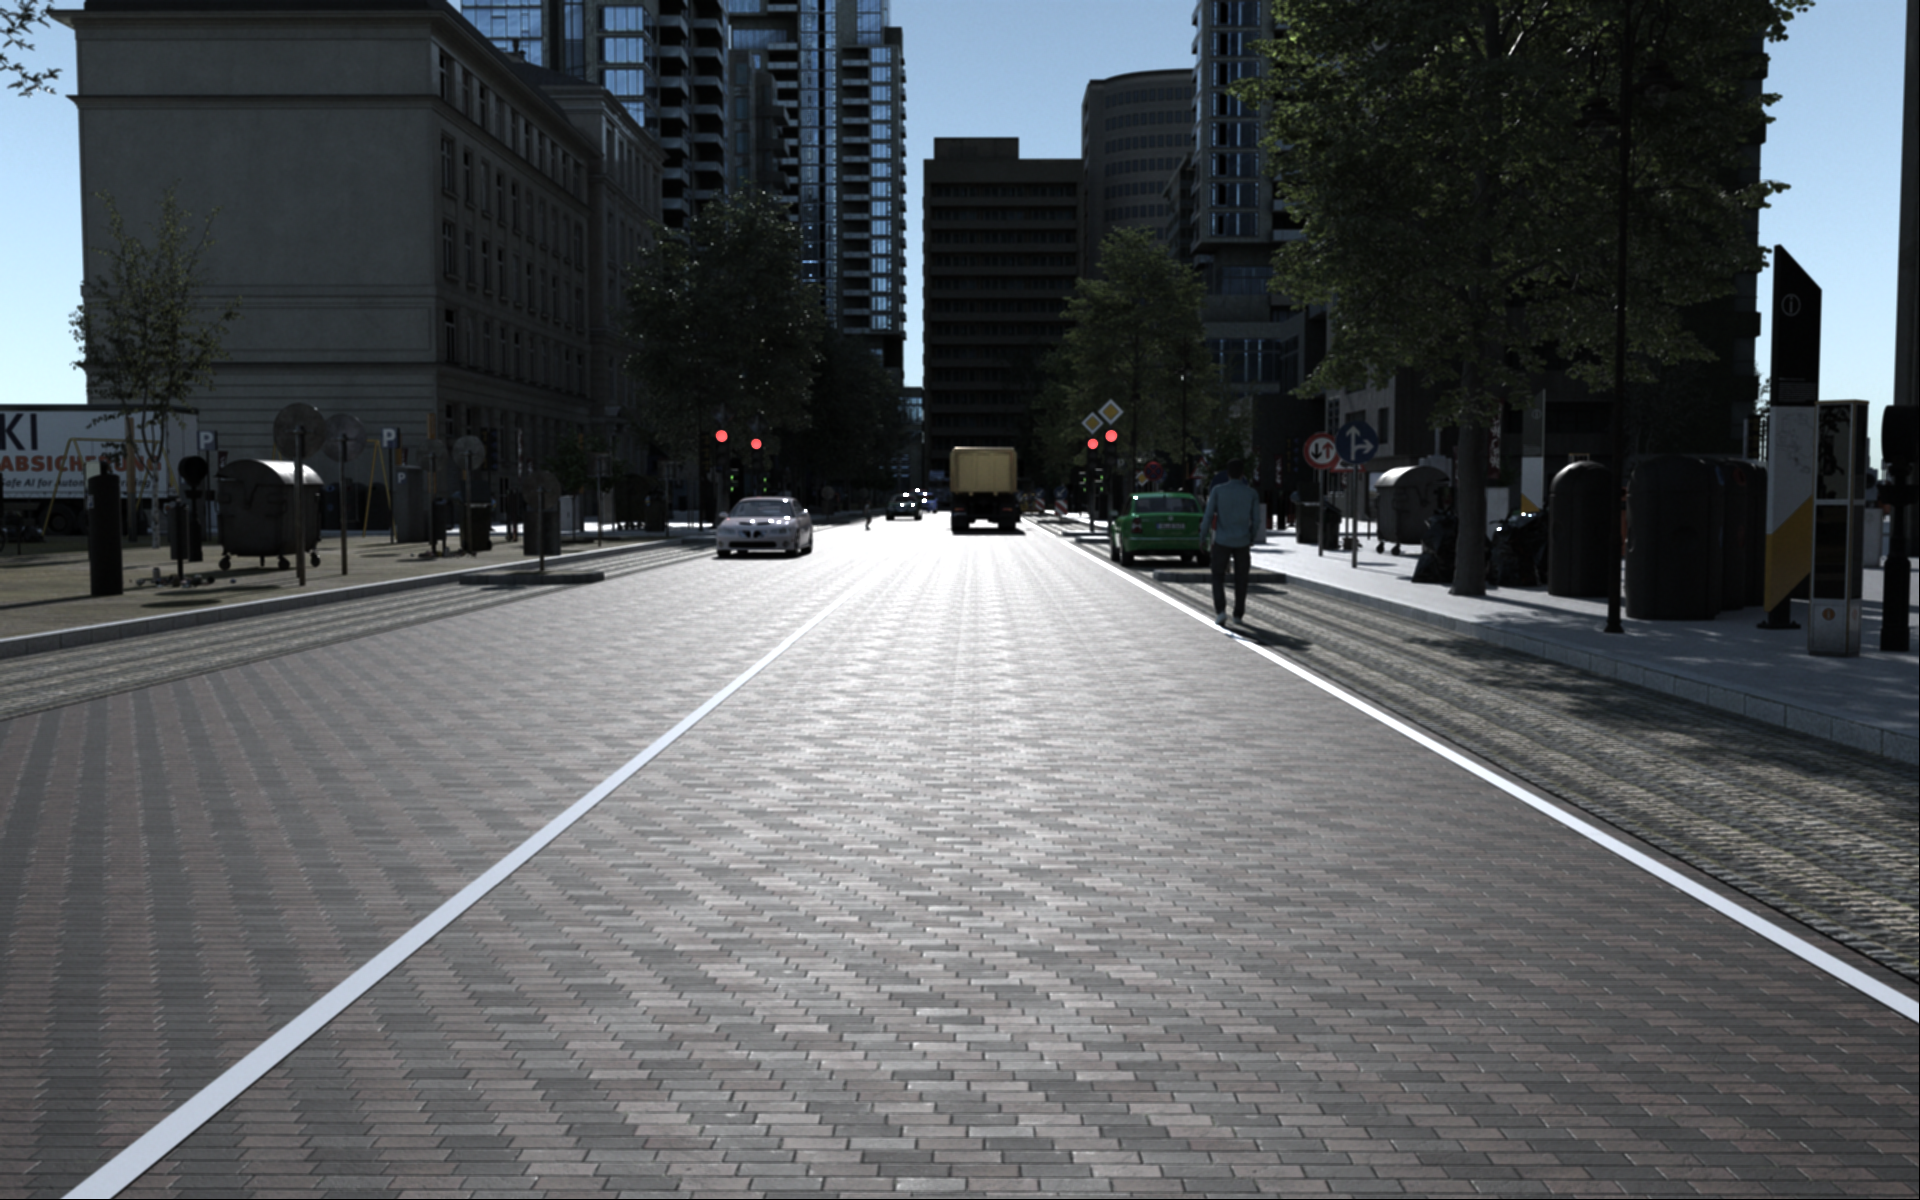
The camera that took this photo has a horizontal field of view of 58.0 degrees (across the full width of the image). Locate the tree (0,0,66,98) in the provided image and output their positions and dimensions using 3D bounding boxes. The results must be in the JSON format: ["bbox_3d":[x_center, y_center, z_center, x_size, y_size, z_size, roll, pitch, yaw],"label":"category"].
[{"bbox_3d":[-9.346,-6.149,10.912,12.009,13.543,11.850,0,3,0],"label":"tree"}]

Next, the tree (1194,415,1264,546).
[{"bbox_3d":[6.593,-2.940,42.673,1.663,3.219,1.824,0,3,0],"label":"tree"}]

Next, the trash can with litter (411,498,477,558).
[{"bbox_3d":[-10.488,-1.509,35.727,1.678,1.210,2.233,0,4,6],"label":"trash can with litter"}]

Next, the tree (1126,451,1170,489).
[{"bbox_3d":[14.151,-8.958,130.171,4.285,4.588,4.351,0,3,0],"label":"tree"}]

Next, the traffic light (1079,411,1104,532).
[{"bbox_3d":[4.480,-4.283,58.940,0.839,4.253,0.868,0,4,1],"label":"traffic light"}]

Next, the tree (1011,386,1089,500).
[{"bbox_3d":[8.280,-13.177,149.861,7.601,10.594,8.767,1,4,23],"label":"tree"}]

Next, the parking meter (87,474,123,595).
[{"bbox_3d":[-10.881,-0.834,22.051,0.372,1.533,0.369,0,3,0],"label":"parking meter"}]

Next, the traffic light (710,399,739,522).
[{"bbox_3d":[-6.956,-3.800,51.046,0.839,4.253,0.868,0,4,1],"label":"traffic light"}]

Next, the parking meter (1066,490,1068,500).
[{"bbox_3d":[8.205,-7.730,132.096,0.255,1.863,0.399,1,4,9],"label":"parking meter"}]

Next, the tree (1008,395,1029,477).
[{"bbox_3d":[8.704,-15.631,173.699,7.486,12.596,7.792,0,3,0],"label":"tree"}]

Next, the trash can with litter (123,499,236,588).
[{"bbox_3d":[-11.159,-0.822,24.493,1.678,1.210,2.233,-1,4,-23],"label":"trash can with litter"}]

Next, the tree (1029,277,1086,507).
[{"bbox_3d":[7.658,-9.498,73.412,7.486,12.596,7.792,0,3,0],"label":"tree"}]

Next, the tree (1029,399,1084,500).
[{"bbox_3d":[7.369,-10.785,126.698,4.737,8.622,4.395,0,3,0],"label":"tree"}]

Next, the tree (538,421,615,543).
[{"bbox_3d":[-10.409,-3.145,46.027,1.663,3.219,1.824,0,3,0],"label":"tree"}]

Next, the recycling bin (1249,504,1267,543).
[{"bbox_3d":[7.657,-2.021,45.593,0.722,1.027,0.722,0,4,1],"label":"recycling bin"}]

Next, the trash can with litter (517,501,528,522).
[{"bbox_3d":[-19.841,-4.158,79.365,0.624,1.170,1.055,2,4,27],"label":"trash can with litter"}]

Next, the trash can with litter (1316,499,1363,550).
[{"bbox_3d":[8.738,-1.742,39.862,1.055,1.170,0.624,2,4,28],"label":"trash can with litter"}]

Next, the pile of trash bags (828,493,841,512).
[{"bbox_3d":[-9.431,-7.023,124.574,1.912,1.369,3.447,1,4,18],"label":"pile of trash bags"}]

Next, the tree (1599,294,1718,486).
[{"bbox_3d":[25.855,-7.010,64.969,4.360,8.622,3.978,0,3,0],"label":"tree"}]

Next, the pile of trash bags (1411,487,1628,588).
[{"bbox_3d":[8.101,-0.908,24.591,1.912,1.369,3.447,-3,4,-39],"label":"pile of trash bags"}]

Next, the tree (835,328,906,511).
[{"bbox_3d":[-9.457,-12.902,117.597,9.857,13.997,8.962,0,3,0],"label":"tree"}]

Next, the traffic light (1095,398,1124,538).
[{"bbox_3d":[4.405,-3.794,50.955,0.839,4.253,0.868,0,4,1],"label":"traffic light"}]

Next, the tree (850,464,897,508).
[{"bbox_3d":[-8.937,-10.896,161.866,4.285,4.588,4.351,0,3,0],"label":"tree"}]

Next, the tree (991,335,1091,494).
[{"bbox_3d":[9.634,-21.322,204.508,12.611,20.169,13.585,0,3,0],"label":"tree"}]

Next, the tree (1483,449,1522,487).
[{"bbox_3d":[20.364,-4.367,66.008,1.663,3.219,1.824,0,3,0],"label":"tree"}]

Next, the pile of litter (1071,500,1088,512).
[{"bbox_3d":[8.343,-6.645,122.618,1.719,0.858,1.176,0,4,3],"label":"pile of litter"}]

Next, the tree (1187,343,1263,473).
[{"bbox_3d":[12.751,-8.255,85.330,4.737,8.622,4.395,0,3,0],"label":"tree"}]

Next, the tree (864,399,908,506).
[{"bbox_3d":[-9.001,-15.488,178.986,9.928,11.665,9.643,0,3,0],"label":"tree"}]

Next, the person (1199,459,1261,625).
[{"bbox_3d":[2.966,-0.641,18.995,0.660,1.820,0.620,0,4,1],"label":"person"}]

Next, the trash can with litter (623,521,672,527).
[{"bbox_3d":[-12.316,-3.475,67.878,2.233,1.210,1.678,-2,4,-26],"label":"trash can with litter"}]

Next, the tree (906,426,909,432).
[{"bbox_3d":[-8.870,-13.902,133.960,9.857,13.997,8.962,0,3,0],"label":"tree"}]

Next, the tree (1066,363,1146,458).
[{"bbox_3d":[8.035,-8.877,95.499,4.360,8.622,3.978,0,3,0],"label":"tree"}]

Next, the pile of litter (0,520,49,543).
[{"bbox_3d":[-25.034,-1.941,45.696,1.719,0.858,1.176,-1,4,-22],"label":"pile of litter"}]

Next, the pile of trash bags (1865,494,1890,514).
[{"bbox_3d":[36.890,-3.747,71.009,3.447,1.369,1.912,-2,4,-24],"label":"pile of trash bags"}]

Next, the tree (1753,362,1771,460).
[{"bbox_3d":[34.523,-7.767,77.353,4.737,8.622,4.395,0,3,0],"label":"tree"}]

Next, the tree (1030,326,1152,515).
[{"bbox_3d":[8.154,-11.041,106.272,9.928,11.665,9.643,0,3,0],"label":"tree"}]

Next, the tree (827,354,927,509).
[{"bbox_3d":[-8.449,-14.699,150.694,12.009,13.543,11.850,0,3,0],"label":"tree"}]

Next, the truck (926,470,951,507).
[{"bbox_3d":[-2.395,-12.917,200.949,2.967,4.110,18.799,0,4,-1],"label":"truck"}]

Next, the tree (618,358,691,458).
[{"bbox_3d":[-15.752,-8.673,92.163,4.737,8.622,4.395,0,3,0],"label":"tree"}]

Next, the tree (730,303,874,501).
[{"bbox_3d":[-9.812,-11.246,100.876,9.611,12.733,9.660,0,3,0],"label":"tree"}]

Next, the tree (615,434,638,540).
[{"bbox_3d":[-10.232,-3.325,48.965,1.663,3.219,1.824,0,3,0],"label":"tree"}]

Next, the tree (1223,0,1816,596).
[{"bbox_3d":[6.807,-6.349,21.933,7.486,12.596,7.792,0,3,0],"label":"tree"}]

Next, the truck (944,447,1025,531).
[{"bbox_3d":[0.980,-4.576,70.747,3.469,3.379,9.791,0,4,1],"label":"truck"}]

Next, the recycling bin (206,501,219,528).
[{"bbox_3d":[-28.200,-3.247,65.636,0.722,1.027,0.722,0,4,4],"label":"recycling bin"}]

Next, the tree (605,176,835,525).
[{"bbox_3d":[-9.821,-10.058,71.109,9.857,13.997,8.962,0,3,0],"label":"tree"}]

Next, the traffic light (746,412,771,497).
[{"bbox_3d":[-6.880,-4.288,59.031,0.839,4.253,0.868,0,4,1],"label":"traffic light"}]

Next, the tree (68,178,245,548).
[{"bbox_3d":[-19.067,-5.536,40.868,4.360,8.622,3.978,0,3,0],"label":"tree"}]

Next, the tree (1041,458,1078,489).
[{"bbox_3d":[8.195,-9.537,139.640,4.285,4.588,4.351,0,3,0],"label":"tree"}]

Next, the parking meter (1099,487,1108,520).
[{"bbox_3d":[7.125,-4.917,86.104,0.399,1.863,0.255,3,5,45],"label":"parking meter"}]

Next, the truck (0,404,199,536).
[{"bbox_3d":[-30.345,-4.053,55.178,11.283,4.237,2.839,0,4,-1],"label":"truck"}]

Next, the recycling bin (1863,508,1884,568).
[{"bbox_3d":[15.883,-1.104,30.611,0.722,1.027,0.722,2,4,31],"label":"recycling bin"}]

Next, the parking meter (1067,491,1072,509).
[{"bbox_3d":[7.840,-7.052,123.709,0.372,1.533,0.369,0,3,0],"label":"parking meter"}]
